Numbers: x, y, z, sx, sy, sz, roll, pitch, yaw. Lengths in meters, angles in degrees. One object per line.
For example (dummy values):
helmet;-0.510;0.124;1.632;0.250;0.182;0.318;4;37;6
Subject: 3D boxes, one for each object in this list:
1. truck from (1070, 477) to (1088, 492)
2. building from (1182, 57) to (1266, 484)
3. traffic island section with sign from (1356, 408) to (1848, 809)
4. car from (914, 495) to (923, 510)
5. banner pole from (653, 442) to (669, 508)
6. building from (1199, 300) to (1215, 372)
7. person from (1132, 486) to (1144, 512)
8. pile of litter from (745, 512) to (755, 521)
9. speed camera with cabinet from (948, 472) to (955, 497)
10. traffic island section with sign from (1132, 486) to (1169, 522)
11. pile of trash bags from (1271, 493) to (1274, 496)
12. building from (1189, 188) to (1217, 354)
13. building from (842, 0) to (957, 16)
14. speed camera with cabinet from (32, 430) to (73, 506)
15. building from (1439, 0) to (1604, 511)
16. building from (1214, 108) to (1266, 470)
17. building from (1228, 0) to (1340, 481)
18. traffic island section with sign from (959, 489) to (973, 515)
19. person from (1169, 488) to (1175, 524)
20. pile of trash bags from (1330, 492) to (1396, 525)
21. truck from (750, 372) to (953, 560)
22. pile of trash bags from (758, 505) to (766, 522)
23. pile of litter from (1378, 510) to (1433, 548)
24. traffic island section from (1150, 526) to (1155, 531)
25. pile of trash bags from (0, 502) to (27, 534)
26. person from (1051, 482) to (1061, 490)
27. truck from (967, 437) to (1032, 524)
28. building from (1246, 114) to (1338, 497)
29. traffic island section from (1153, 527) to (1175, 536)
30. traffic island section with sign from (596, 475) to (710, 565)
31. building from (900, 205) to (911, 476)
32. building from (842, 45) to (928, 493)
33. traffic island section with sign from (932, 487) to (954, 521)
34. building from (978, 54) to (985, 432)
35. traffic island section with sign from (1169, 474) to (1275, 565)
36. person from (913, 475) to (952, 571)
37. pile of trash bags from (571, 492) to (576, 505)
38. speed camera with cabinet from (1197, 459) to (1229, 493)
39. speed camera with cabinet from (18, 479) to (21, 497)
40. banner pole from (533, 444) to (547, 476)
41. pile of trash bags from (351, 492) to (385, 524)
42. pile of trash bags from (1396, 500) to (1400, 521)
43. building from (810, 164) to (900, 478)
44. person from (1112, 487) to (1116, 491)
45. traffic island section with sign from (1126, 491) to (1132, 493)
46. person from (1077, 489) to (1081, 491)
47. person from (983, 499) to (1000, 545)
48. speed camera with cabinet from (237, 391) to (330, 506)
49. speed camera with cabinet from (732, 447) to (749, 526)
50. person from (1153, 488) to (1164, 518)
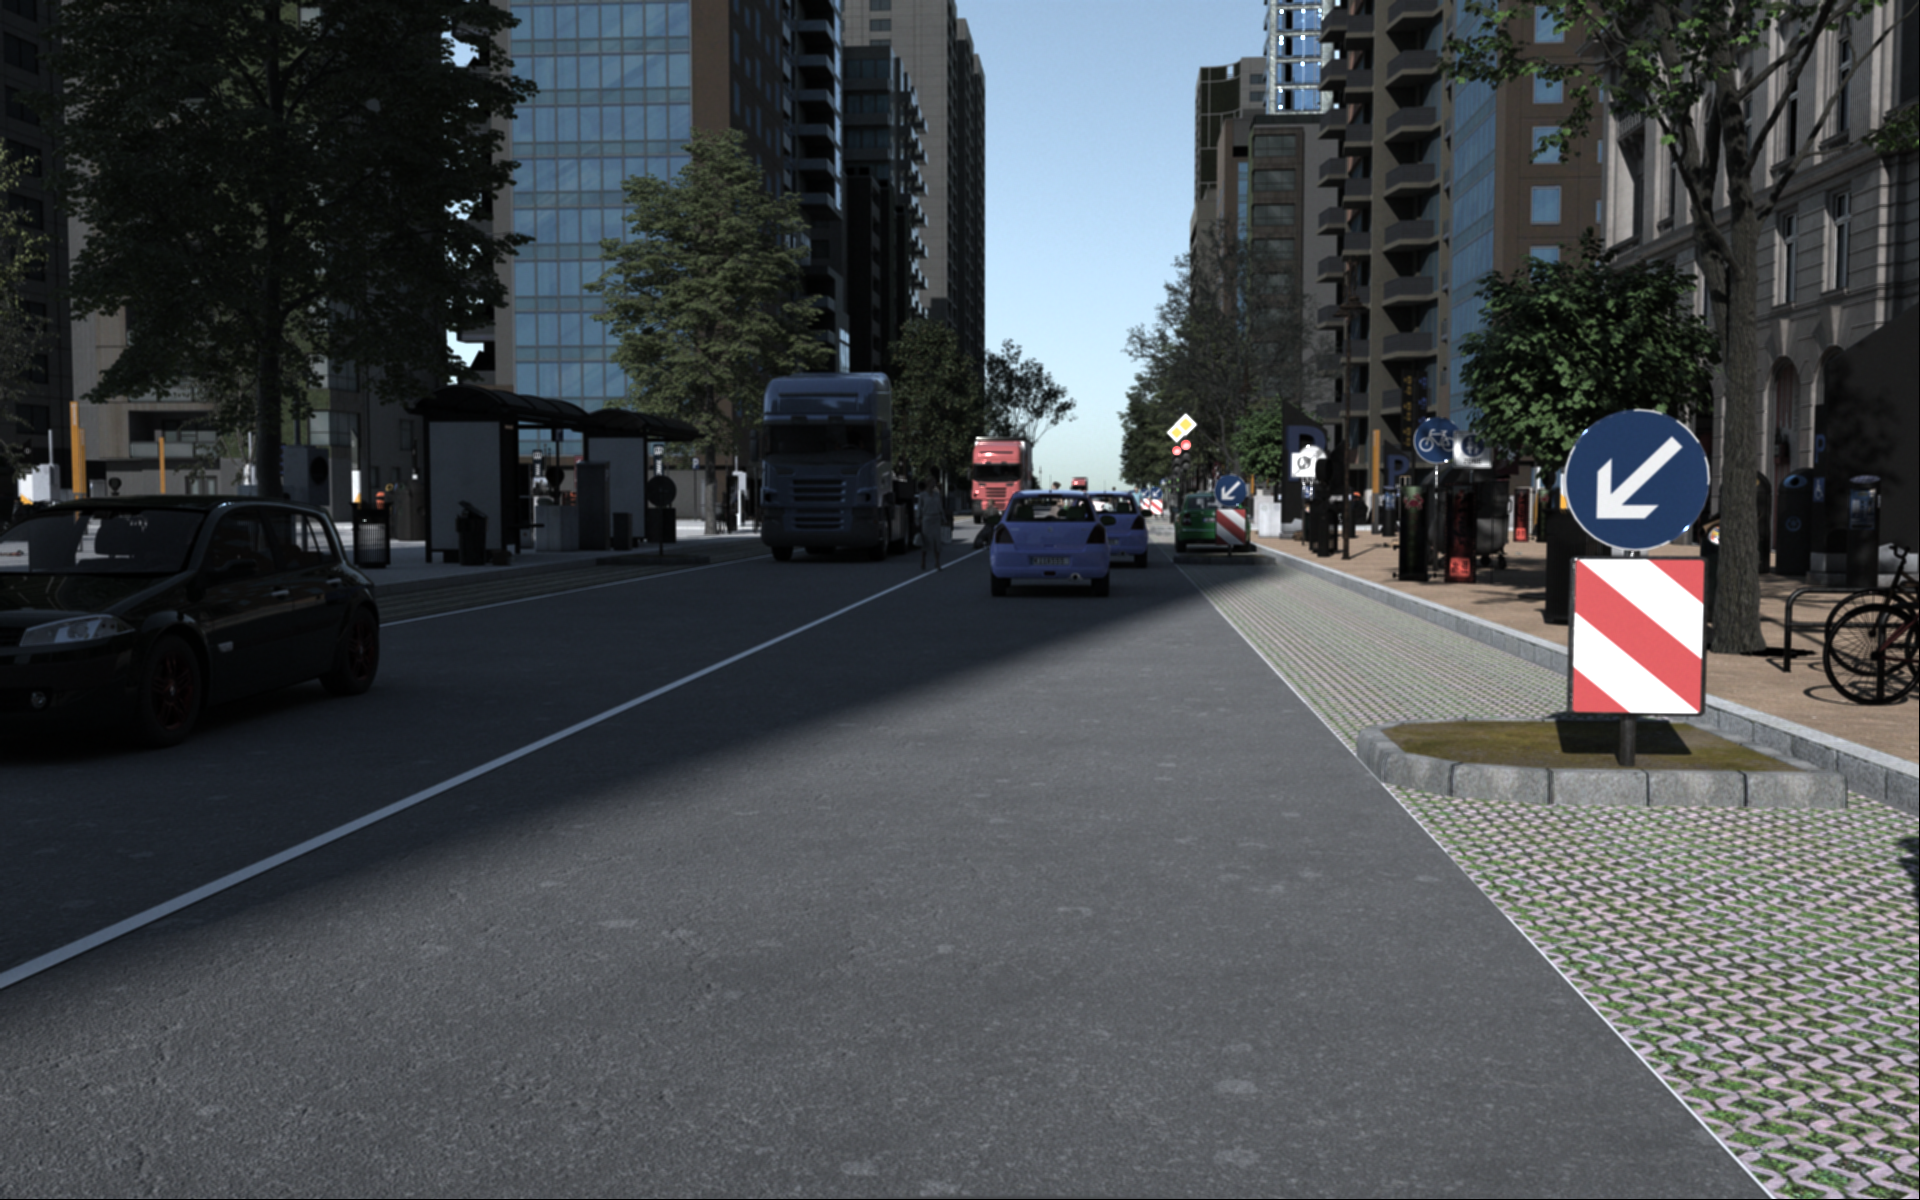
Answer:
truck;20.247;-18.621;293.370;2.839;4.237;11.283;0;4;6
building;47.560;-52.023;288.829;20.563;71.187;20.611;0;4;5
traffic island section with sign;3.108;-0.014;8.851;1.989;1.847;2.006;0;4;5
car;-2.043;-4.267;81.761;2.014;1.417;4.499;0;4;5
banner pole;-13.124;-5.286;76.442;0.863;3.779;0.401;0;4;2
building;41.592;-29.307;250.872;14.160;30.474;14.107;0;4;5
person;8.659;-4.647;84.499;0.660;1.820;0.620;0;4;3
pile of litter;-10.552;-4.318;84.566;1.176;0.858;1.719;-2;4;-30
speed camera with cabinet;-1.381;-8.577;134.572;2.038;3.252;0.660;-2;4;-28
traffic island section with sign;10.085;-4.982;90.088;1.989;1.847;2.006;0;4;5
pile of trash bags;17.378;-5.046;92.250;3.447;1.369;1.912;-3;5;-40
building;46.738;-39.434;268.447;21.300;48.544;21.600;0;4;5
building;-8.815;-49.437;246.541;20.563;71.187;20.611;0;4;5
speed camera with cabinet;-28.182;-3.651;54.035;0.660;3.252;2.038;0;4;-3
building;30.684;-26.231;78.987;14.200;45.320;14.600;0;4;5
building;37.177;-33.739;201.750;14.600;45.320;14.200;0;4;5
building;39.891;-52.893;177.477;22.319;86.520;31.000;0;4;5
traffic island section with sign;0.956;-6.747;118.948;1.989;1.847;2.006;0;4;5
person;10.303;-4.583;83.617;0.473;1.802;0.592;1;4;10
pile of trash bags;15.956;-3.797;71.840;3.447;1.369;1.912;-2;4;-24
truck;-2.202;-3.332;44.230;2.967;4.110;18.799;0;4;5
pile of trash bags;-8.096;-4.223;78.799;1.912;1.369;3.447;-1;4;-19
pile of litter;10.901;-1.688;41.559;1.176;0.858;1.719;-1;4;-15
traffic island section;8.533;-2.812;68.251;2.009;0.180;2.903;0;4;5
pile of trash bags;-26.234;-2.308;47.484;1.912;1.369;3.447;3;5;43
person;2.703;-2.528;50.172;0.374;1.781;0.599;-3;4;-36
truck;2.133;-5.982;86.724;2.839;4.237;11.283;0;4;5
building;29.206;-22.197;134.620;14.160;30.474;14.107;0;4;5
traffic island section;7.849;-2.325;60.295;2.009;0.180;2.903;0;4;5
traffic island section with sign;-6.215;-1.643;35.496;1.989;1.847;2.006;0;4;5
building;-12.518;-24.172;166.919;14.160;30.474;14.107;0;4;5
building;-15.408;-34.845;189.326;23.786;49.044;30.456;0;4;5
traffic island section with sign;-1.353;-5.103;92.054;1.989;1.847;2.006;0;4;5
building;-6.234;-50.686;266.968;20.563;71.187;20.611;0;4;5
traffic island section with sign;5.414;-1.656;35.707;1.989;1.847;2.006;0;4;5
person;-0.526;-1.451;32.582;0.694;1.780;0.624;-1;4;-9
pile of trash bags;-19.594;-4.394;81.587;3.447;1.369;1.912;-1;4;-19
speed camera with cabinet;13.205;-5.787;88.950;2.038;3.252;0.660;-1;4;-19
speed camera with cabinet;-43.258;-5.325;81.402;0.660;3.252;2.038;1;4;16
banner pole;-20.855;-5.885;86.240;0.863;3.779;0.401;-2;4;-25
pile of trash bags;-24.823;-3.921;73.865;1.912;1.369;3.447;-2;4;-25
pile of trash bags;20.227;-4.446;82.437;3.447;1.369;1.912;0;4;6
building;-13.457;-23.313;152.866;14.160;30.474;14.107;0;4;5
person;9.100;-5.795;103.028;0.659;1.850;0.755;2;4;33
traffic island section with sign;12.472;-6.687;117.952;1.989;1.847;2.006;0;4;5
person;9.293;-7.743;135.075;0.580;1.828;0.573;3;5;42
person;0.896;-2.199;48.725;0.475;1.303;0.640;0;4;-7
speed camera with cabinet;-12.525;-2.310;32.107;0.660;3.252;2.038;1;4;14
speed camera with cabinet;-8.894;-4.596;69.484;0.660;3.252;2.038;0;4;3
person;11.092;-5.380;96.639;0.728;1.800;0.709;-1;4;-18
